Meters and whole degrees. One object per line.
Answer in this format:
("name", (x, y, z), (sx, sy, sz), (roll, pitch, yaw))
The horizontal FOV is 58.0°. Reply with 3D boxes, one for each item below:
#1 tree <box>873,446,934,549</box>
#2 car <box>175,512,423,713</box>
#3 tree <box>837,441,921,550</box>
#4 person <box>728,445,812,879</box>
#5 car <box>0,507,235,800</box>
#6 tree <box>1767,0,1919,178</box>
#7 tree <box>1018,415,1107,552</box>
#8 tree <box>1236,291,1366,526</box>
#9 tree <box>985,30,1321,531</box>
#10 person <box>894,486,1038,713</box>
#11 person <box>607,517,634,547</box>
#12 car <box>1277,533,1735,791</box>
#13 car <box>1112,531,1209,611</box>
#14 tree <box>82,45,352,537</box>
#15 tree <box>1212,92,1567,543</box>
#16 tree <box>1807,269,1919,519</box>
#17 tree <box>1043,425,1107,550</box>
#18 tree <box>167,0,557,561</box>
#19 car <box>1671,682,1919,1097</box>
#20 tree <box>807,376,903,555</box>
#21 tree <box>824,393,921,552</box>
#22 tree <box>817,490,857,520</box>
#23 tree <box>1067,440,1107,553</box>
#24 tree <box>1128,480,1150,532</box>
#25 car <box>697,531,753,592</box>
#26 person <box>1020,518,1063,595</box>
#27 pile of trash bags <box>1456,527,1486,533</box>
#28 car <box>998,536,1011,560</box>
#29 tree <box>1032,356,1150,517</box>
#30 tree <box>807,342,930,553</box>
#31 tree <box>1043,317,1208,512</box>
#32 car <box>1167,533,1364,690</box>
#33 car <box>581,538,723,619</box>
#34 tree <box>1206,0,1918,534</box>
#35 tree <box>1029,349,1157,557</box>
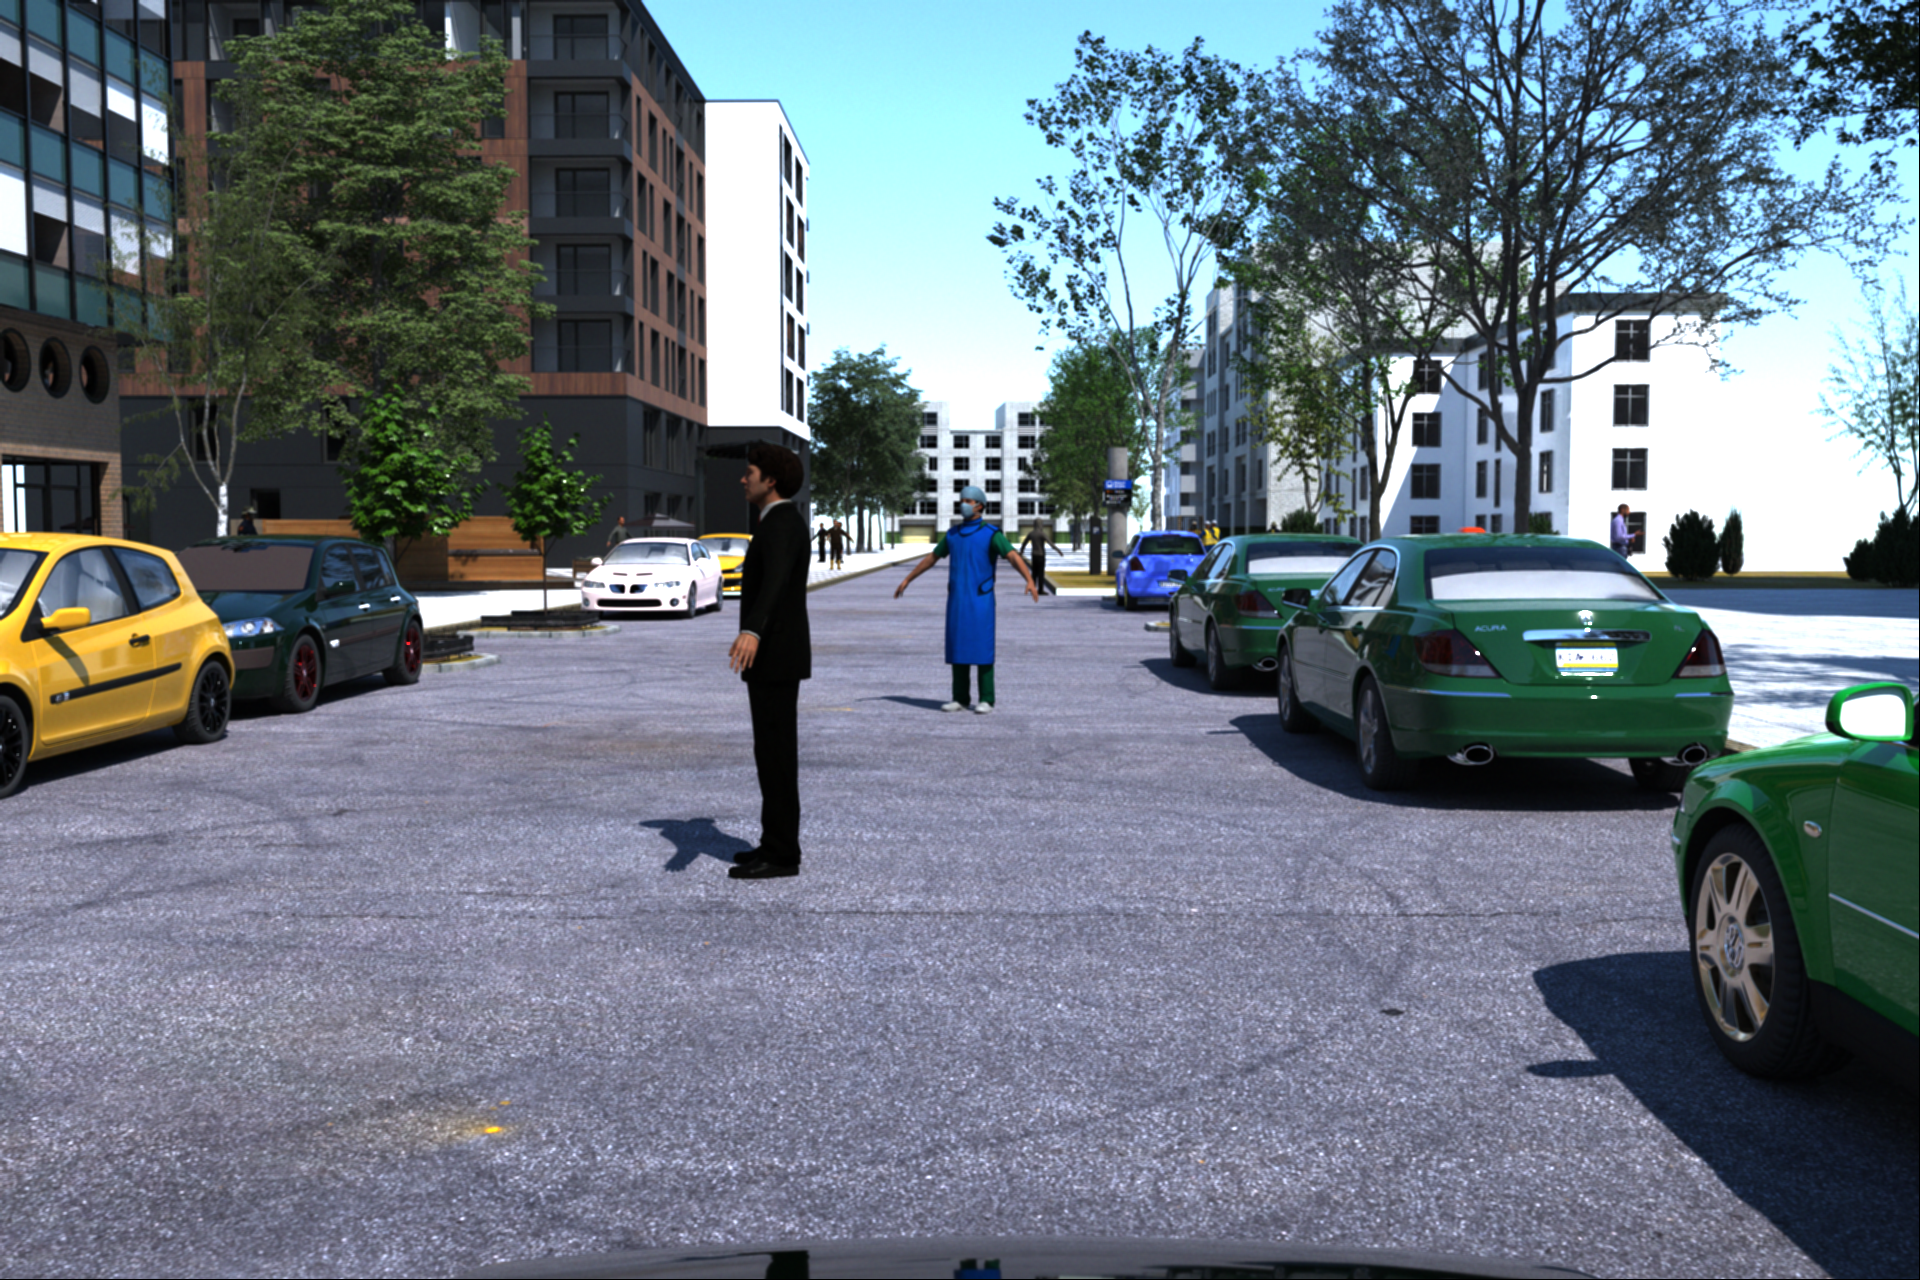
("tree", (-5.474, -13.012, 147.156), (8.767, 10.594, 7.601), (3, 5, 42))
("car", (-6.066, -0.325, 15.102), (2.009, 1.686, 4.222), (0, 4, 1))
("tree", (-6.434, -12.296, 135.455), (7.601, 10.594, 8.767), (1, 4, 21))
("person", (-0.816, 0.079, 7.347), (0.705, 1.806, 1.347), (0, 4, -4))
("car", (-5.972, -0.016, 10.488), (2.015, 1.641, 3.980), (0, 4, 1))
("tree", (9.650, -4.766, 12.339), (7.601, 10.594, 8.767), (-1, 4, -12))
("tree", (8.264, -11.713, 125.920), (8.767, 10.594, 7.601), (1, 4, 11))
("tree", (10.496, -6.213, 51.948), (4.737, 8.622, 4.395), (0, 3, 0))
("tree", (6.969, -12.800, 65.167), (12.611, 20.169, 13.585), (0, 3, 0))
("person", (0.078, -0.327, 13.934), (1.347, 1.817, 0.704), (2, 4, 33))
("person", (-10.228, -2.819, 52.368), (0.705, 1.796, 1.348), (2, 4, 33))
("car", (3.222, 0.043, 11.099), (2.131, 1.459, 4.920), (0, 4, 1))
("car", (3.933, -1.462, 33.496), (1.945, 1.707, 3.694), (0, 4, 1))
("tree", (-11.221, -4.631, 26.073), (4.360, 8.622, 3.978), (0, 3, 0))
("tree", (9.830, -6.996, 40.135), (9.928, 11.665, 9.643), (0, 3, 0))
("tree", (26.122, -5.936, 47.414), (4.360, 8.622, 3.978), (0, 3, 0))
("tree", (9.900, -13.514, 139.086), (7.486, 12.596, 7.792), (0, 3, 0))
("tree", (-11.974, -7.152, 35.063), (7.486, 12.596, 7.792), (0, 3, 0))
("car", (2.886, 0.343, 3.190), (1.959, 1.807, 4.718), (0, 4, 2))
("tree", (-6.990, -10.345, 103.550), (7.601, 10.594, 8.767), (-2, 4, -28))
("tree", (-6.365, -12.147, 124.358), (9.928, 11.665, 9.643), (0, 3, 0))
("tree", (-17.143, -18.981, 236.094), (9.928, 11.665, 9.643), (0, 3, 0))
("tree", (8.603, -10.369, 119.895), (4.737, 8.622, 4.395), (0, 3, 0))
("tree", (24.426, -17.411, 235.033), (4.737, 8.622, 4.395), (0, 3, 0))
("car", (-5.342, -1.786, 39.424), (2.015, 1.641, 3.980), (0, 4, 1))
("person", (1.862, -1.967, 40.741), (0.705, 1.813, 1.348), (-3, 5, -44))
("pile of trash bags", (6.547, -0.693, 21.081), (1.912, 1.369, 3.447), (0, 4, 2))
("car", (1.919, -5.446, 98.628), (1.945, 1.707, 3.694), (0, 4, 1))
("tree", (8.402, -11.753, 110.286), (7.486, 12.596, 7.792), (0, 3, 0))
("tree", (-6.701, -12.708, 114.431), (9.857, 13.997, 8.962), (0, 3, 0))
("tree", (7.797, -9.543, 81.790), (9.928, 11.665, 9.643), (0, 3, 0))
("car", (3.210, -0.336, 17.296), (2.131, 1.459, 4.920), (0, 4, 0))
("car", (-5.390, -1.127, 30.786), (2.083, 1.381, 4.827), (0, 4, 2))
("tree", (9.134, -7.199, 28.079), (12.009, 13.543, 11.850), (0, 3, 0))
("tree", (7.663, -10.526, 97.856), (9.928, 11.665, 9.643), (0, 3, 0))
